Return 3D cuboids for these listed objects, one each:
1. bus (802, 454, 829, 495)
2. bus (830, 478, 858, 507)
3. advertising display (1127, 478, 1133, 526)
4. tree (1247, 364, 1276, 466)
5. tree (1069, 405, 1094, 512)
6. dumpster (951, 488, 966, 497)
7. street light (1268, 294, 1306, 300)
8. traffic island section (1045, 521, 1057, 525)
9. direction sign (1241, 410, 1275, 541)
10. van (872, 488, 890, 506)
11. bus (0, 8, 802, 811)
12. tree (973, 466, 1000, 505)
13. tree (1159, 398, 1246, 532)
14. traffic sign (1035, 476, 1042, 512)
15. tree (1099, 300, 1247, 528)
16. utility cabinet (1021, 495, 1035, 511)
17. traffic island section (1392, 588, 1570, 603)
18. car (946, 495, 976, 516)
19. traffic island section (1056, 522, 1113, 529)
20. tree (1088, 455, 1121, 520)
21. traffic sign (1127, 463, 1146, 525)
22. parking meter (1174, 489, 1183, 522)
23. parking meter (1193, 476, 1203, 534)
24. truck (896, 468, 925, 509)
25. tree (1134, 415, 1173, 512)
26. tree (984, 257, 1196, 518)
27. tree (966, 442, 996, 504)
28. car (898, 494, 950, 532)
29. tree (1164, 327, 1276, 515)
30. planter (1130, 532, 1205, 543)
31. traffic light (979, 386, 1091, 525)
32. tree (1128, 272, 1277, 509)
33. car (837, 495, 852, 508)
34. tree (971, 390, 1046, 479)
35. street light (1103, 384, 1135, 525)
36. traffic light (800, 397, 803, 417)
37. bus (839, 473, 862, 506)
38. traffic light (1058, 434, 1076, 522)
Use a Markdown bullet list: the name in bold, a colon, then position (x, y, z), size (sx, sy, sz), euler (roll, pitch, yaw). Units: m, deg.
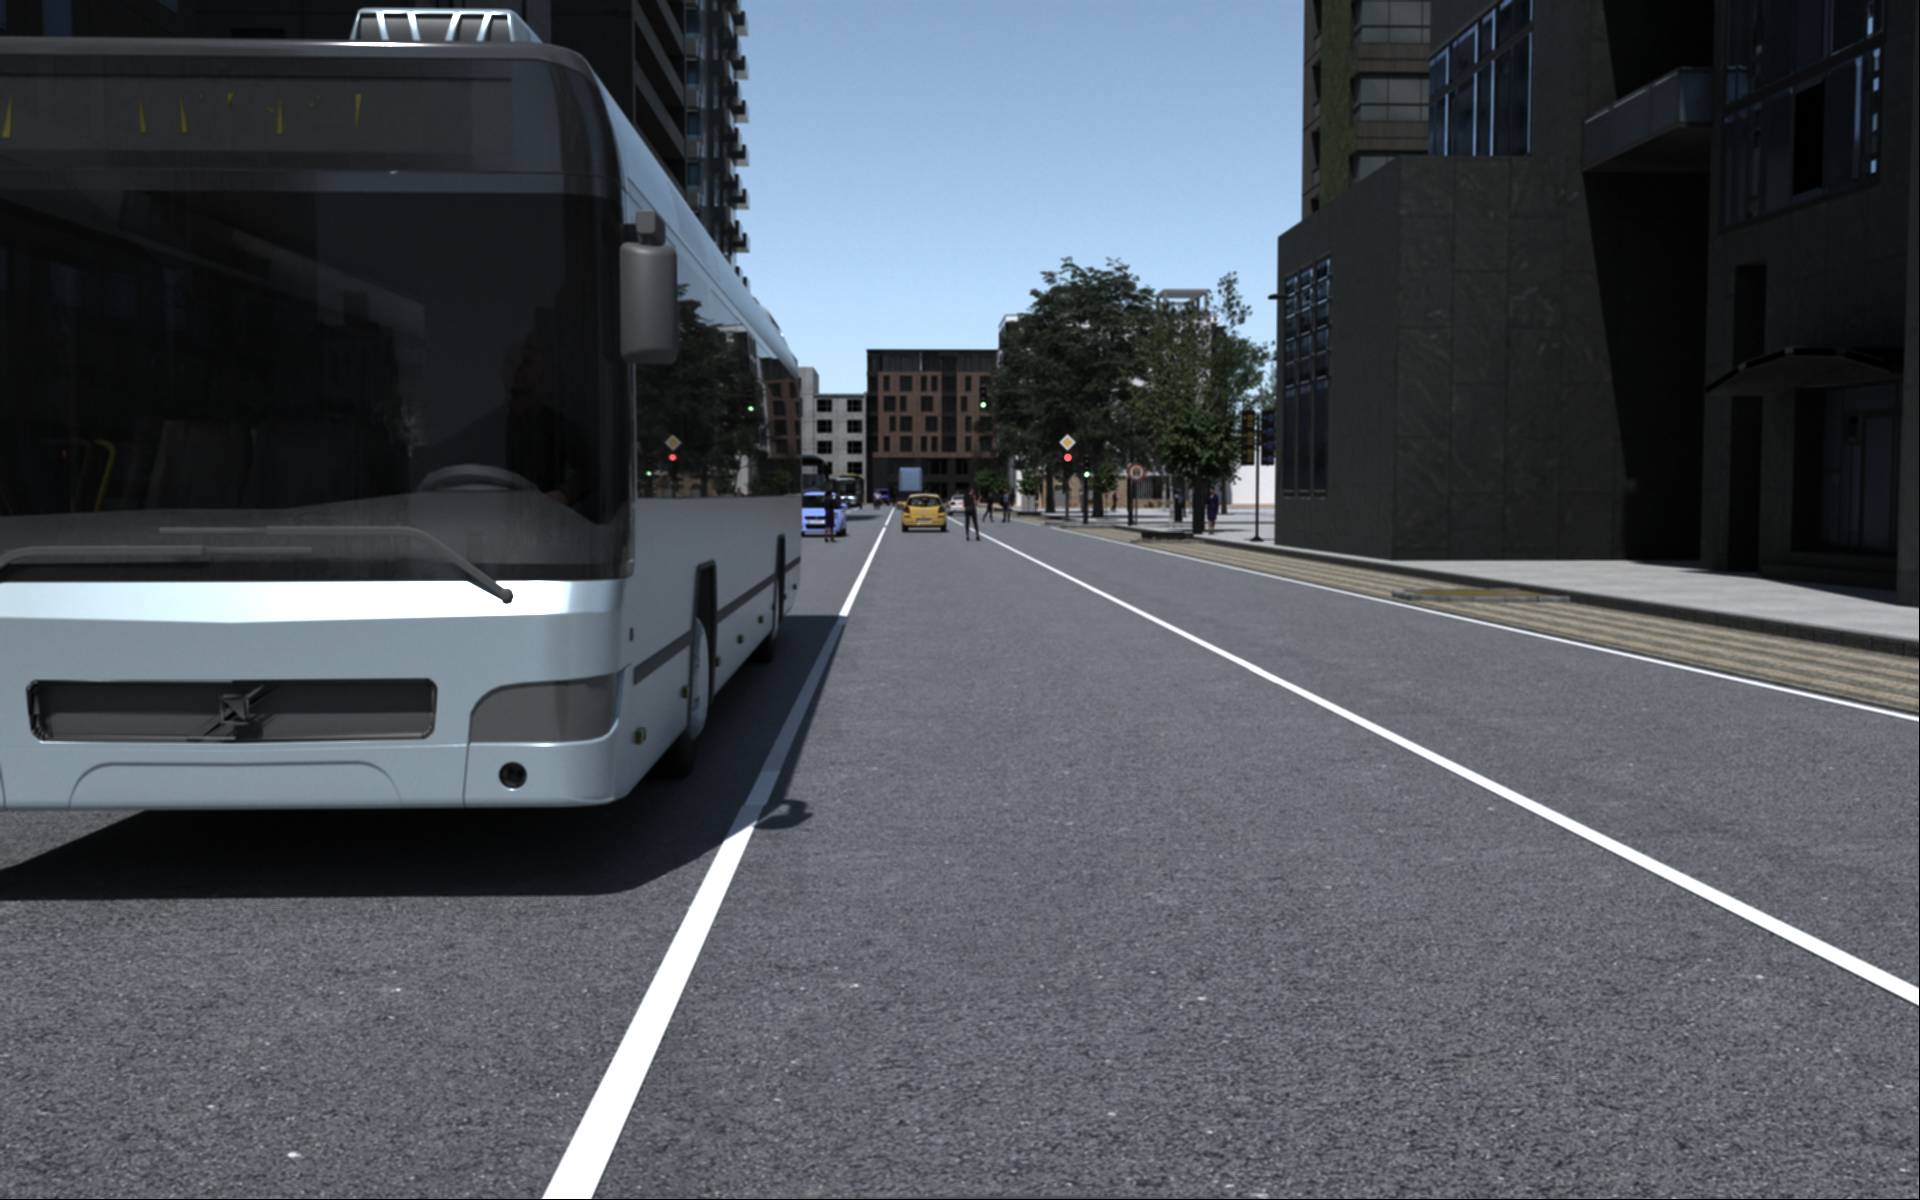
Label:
- **bus**: position (-9.716, -7.234, 109.815), size (2.896, 3.916, 12.252), euler (0, 4, -3)
- **bus**: position (-12.727, -12.006, 191.160), size (2.948, 3.499, 13.247), euler (0, 4, -3)
- **advertising display**: position (6.895, -3.969, 70.108), size (0.123, 1.923, 0.974), euler (1, 4, 13)
- **tree**: position (18.097, -8.993, 97.397), size (4.737, 8.622, 4.395), euler (0, 3, 0)
- **tree**: position (10.154, -11.267, 134.579), size (4.737, 8.622, 4.395), euler (0, 3, 0)
- **dumpster**: position (-0.139, -13.451, 224.878), size (1.985, 2.255, 1.502), euler (0, 4, -3)
- **street light**: position (7.845, -4.149, 40.377), size (1.470, 5.913, 1.316), euler (0, 4, -2)
- **traffic island section**: position (5.032, -3.592, 81.002), size (2.009, 0.180, 2.903), euler (0, 4, -2)
- **direction sign**: position (8.060, -3.359, 46.918), size (0.876, 3.537, 0.379), euler (1, 4, 16)
- **van**: position (-9.776, -12.991, 216.782), size (2.240, 2.365, 5.245), euler (0, 4, 0)
- **bus**: position (-2.674, -1.018, 11.496), size (2.948, 3.499, 13.247), euler (0, 4, -2)
- **tree**: position (3.196, -13.350, 201.989), size (4.285, 4.588, 4.351), euler (0, 3, 0)
- **tree**: position (8.311, -4.607, 59.043), size (4.285, 4.588, 4.351), euler (0, 3, 0)
- **traffic sign**: position (5.385, -7.473, 122.297), size (0.768, 2.556, 0.104), euler (0, 4, 7)
- **tree**: position (7.973, -7.024, 65.203), size (4.737, 8.622, 4.395), euler (0, 3, 0)
- **utility cabinet**: position (5.193, -7.362, 131.523), size (1.020, 1.237, 0.306), euler (1, 4, 13)
- **traffic island section**: position (7.004, -0.051, 23.703), size (1.991, 0.108, 1.994), euler (0, 4, -2)
- **car**: position (0.103, -6.387, 116.796), size (2.083, 1.381, 4.827), euler (0, 4, -3)
- **traffic island section**: position (5.306, -3.103, 73.022), size (2.009, 0.180, 2.903), euler (0, 4, -2)
- **tree**: position (7.034, -5.515, 84.766), size (1.663, 3.219, 1.824), euler (0, 3, 0)
- **traffic sign**: position (7.212, -4.327, 70.851), size (0.768, 2.556, 0.104), euler (0, 4, 1)
- **parking meter**: position (10.168, -4.416, 80.617), size (0.372, 1.533, 0.369), euler (0, 3, 0)
- **parking meter**: position (7.585, -3.032, 55.283), size (0.255, 1.863, 0.399), euler (0, 4, -4)
- **truck**: position (-4.892, -11.002, 169.646), size (2.967, 4.110, 18.799), euler (0, 4, -1)
- **tree**: position (15.657, -11.275, 134.711), size (4.360, 8.622, 3.978), euler (0, 3, 0)
- **tree**: position (7.564, -11.406, 93.137), size (9.857, 13.997, 8.962), euler (0, 3, 0)
- **tree**: position (2.679, -17.310, 233.384), size (4.360, 8.622, 3.978), euler (0, 3, 0)
- **car**: position (-1.371, -3.445, 66.556), size (2.015, 1.641, 3.980), euler (0, 4, -1)
- **tree**: position (16.397, -11.125, 107.657), size (9.928, 11.665, 9.643), euler (0, 3, 0)
- **planter**: position (6.059, -1.829, 51.047), size (1.991, 0.319, 1.994), euler (0, 4, -2)
- **traffic light**: position (3.178, -5.995, 72.694), size (4.771, 5.953, 1.251), euler (0, 4, -2)
- **tree**: position (20.730, -17.867, 148.014), size (12.611, 20.169, 13.585), euler (0, 3, 0)
- **car**: position (-11.980, -10.013, 176.288), size (1.945, 1.354, 3.894), euler (0, 4, -3)
- **tree**: position (5.372, -12.870, 144.840), size (8.767, 10.594, 7.601), euler (-2, 4, -30)
- **street light**: position (6.703, -6.141, 72.943), size (1.470, 5.913, 1.316), euler (0, 4, -2)
- **traffic light**: position (-9.692, -6.467, 80.403), size (4.771, 5.953, 1.251), euler (0, 4, -2)
- **bus**: position (-13.199, -13.290, 208.834), size (2.896, 3.916, 12.252), euler (0, 4, -2)
- **traffic light**: position (4.992, -5.625, 80.887), size (0.839, 4.253, 0.868), euler (0, 4, -2)
